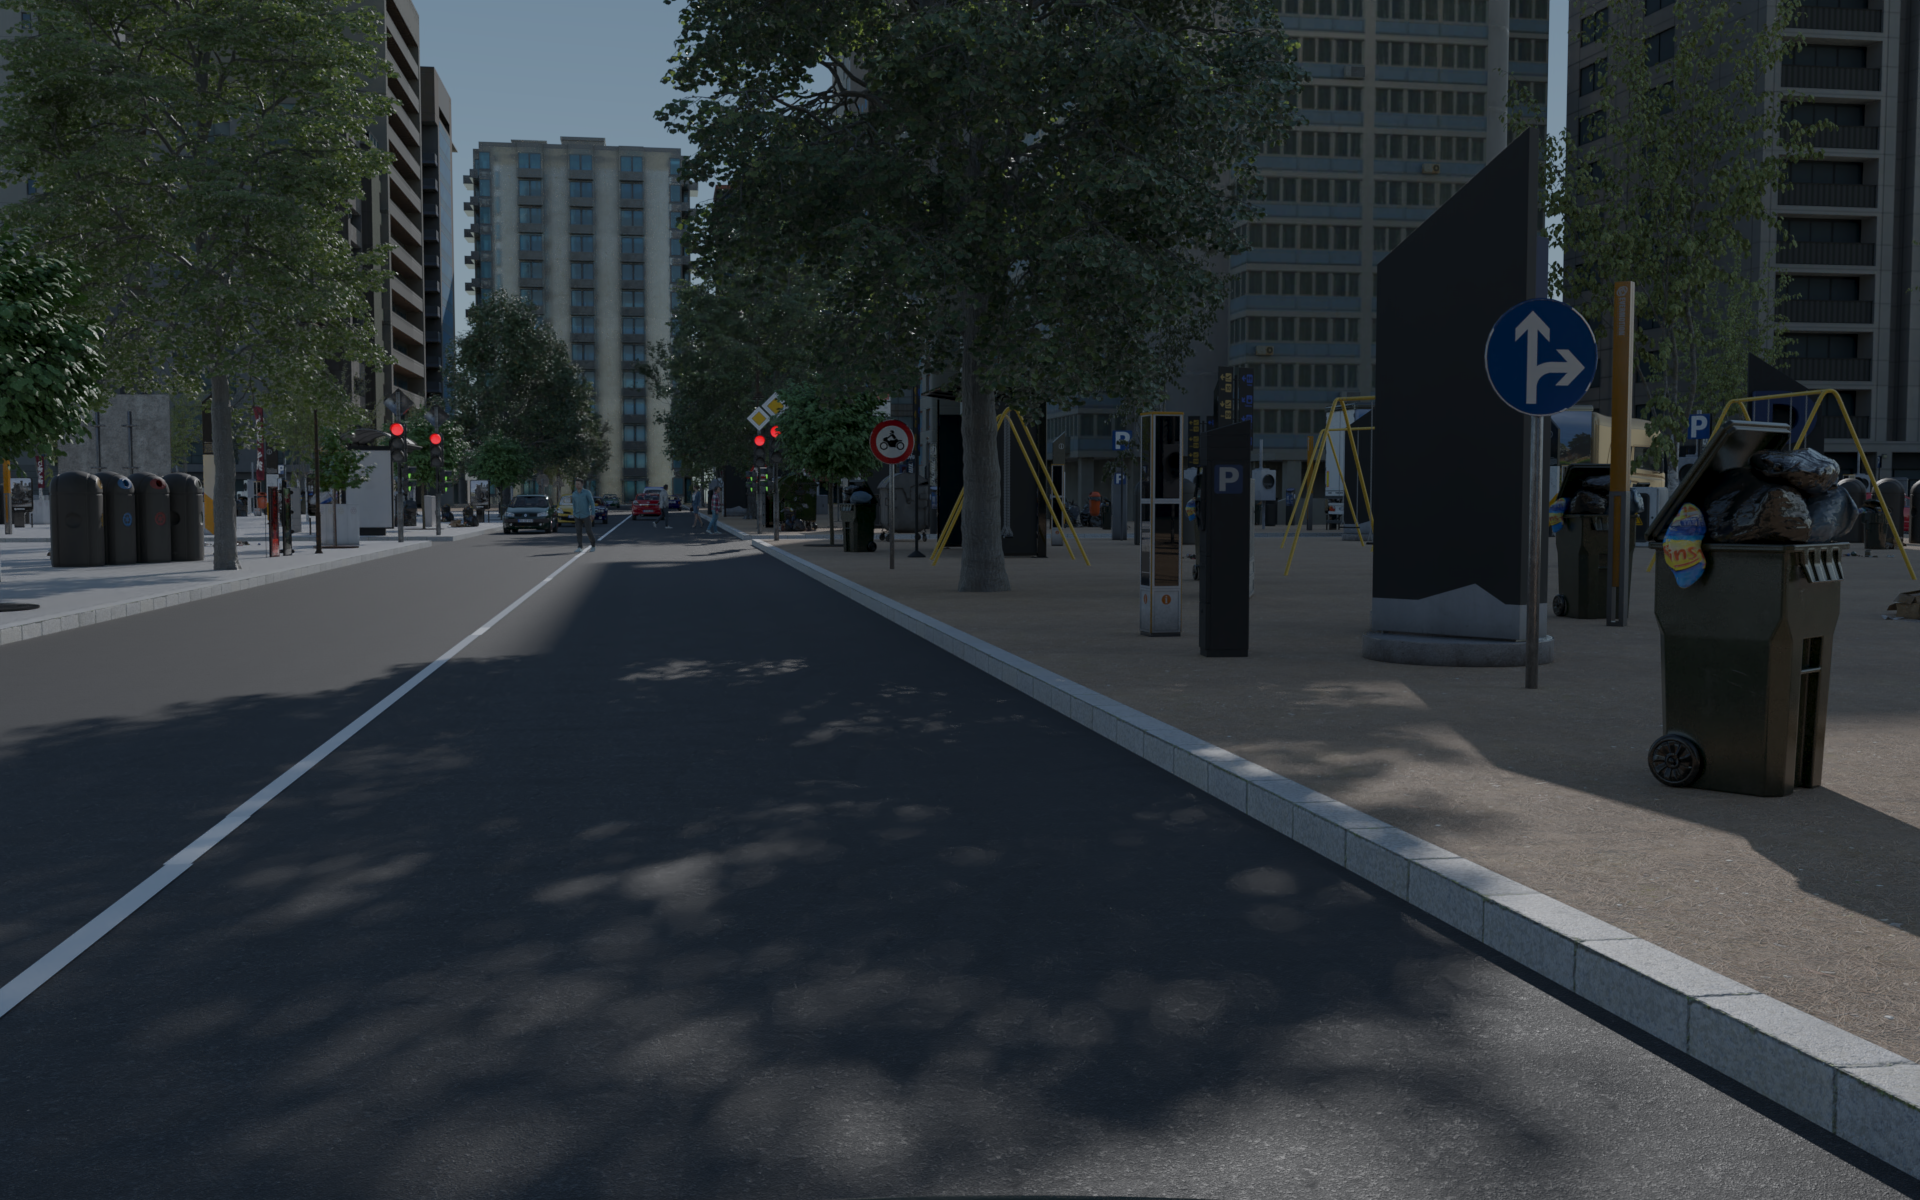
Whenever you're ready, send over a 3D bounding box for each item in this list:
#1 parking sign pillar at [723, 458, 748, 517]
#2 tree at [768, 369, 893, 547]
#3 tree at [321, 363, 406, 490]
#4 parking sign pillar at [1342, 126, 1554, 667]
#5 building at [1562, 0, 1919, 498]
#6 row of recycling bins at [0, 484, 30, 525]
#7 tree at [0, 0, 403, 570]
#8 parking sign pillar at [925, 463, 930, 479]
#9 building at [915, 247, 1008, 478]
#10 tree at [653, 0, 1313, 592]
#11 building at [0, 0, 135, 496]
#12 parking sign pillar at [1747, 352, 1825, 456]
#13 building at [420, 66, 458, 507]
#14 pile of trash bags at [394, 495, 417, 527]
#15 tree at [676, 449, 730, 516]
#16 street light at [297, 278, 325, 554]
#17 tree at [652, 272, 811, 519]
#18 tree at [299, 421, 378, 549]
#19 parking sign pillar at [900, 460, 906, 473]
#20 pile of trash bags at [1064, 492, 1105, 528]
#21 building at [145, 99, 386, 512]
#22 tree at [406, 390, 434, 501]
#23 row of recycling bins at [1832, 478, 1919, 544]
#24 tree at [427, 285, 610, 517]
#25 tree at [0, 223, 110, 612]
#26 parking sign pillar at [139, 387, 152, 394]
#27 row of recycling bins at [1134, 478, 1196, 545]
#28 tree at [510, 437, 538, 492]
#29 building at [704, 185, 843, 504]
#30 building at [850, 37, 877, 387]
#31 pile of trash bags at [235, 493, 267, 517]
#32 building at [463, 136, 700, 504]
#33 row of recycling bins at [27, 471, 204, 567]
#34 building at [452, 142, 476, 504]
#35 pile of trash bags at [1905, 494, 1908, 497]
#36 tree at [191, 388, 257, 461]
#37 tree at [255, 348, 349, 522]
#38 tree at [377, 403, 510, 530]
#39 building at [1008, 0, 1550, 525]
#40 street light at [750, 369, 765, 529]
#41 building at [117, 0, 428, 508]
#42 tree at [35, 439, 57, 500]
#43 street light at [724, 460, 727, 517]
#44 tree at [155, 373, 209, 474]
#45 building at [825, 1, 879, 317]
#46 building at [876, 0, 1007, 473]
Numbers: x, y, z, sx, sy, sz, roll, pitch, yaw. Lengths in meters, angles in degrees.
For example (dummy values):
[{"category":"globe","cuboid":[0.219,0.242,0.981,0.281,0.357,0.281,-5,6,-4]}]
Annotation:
[{"category":"parking sign pillar","cuboid":[-12.843,-6.764,99.062,1.447,3.967,1.447,1,4,10]},{"category":"tree","cuboid":[-3.116,-3.609,42.726,4.285,4.588,4.351,0,3,0]},{"category":"tree","cuboid":[-34.707,-9.050,98.335,4.360,8.622,3.978,0,3,0]},{"category":"parking sign pillar","cuboid":[3.880,-1.525,13.413,1.447,3.967,1.447,-3,5,-43]},{"category":"building","cuboid":[46.068,-39.795,88.898,20.611,71.187,20.563,-1,4,-10]},{"category":"row of recycling bins","cuboid":[-40.588,-4.021,72.854,1.069,1.692,3.534,1,4,12]},{"category":"tree","cuboid":[-12.705,-6.764,28.713,7.486,12.596,7.792,0,3,0]},{"category":"parking sign pillar","cuboid":[-1.740,-7.791,115.855,1.447,3.967,1.447,3,4,38]},{"category":"building","cuboid":[12.622,-16.854,120.598,27.650,21.520,28.899,-1,4,-10]},{"category":"tree","cuboid":[0.328,-7.081,22.435,9.857,13.997,8.962,0,3,0]},{"category":"building","cuboid":[-94.291,-38.278,167.845,28.212,58.520,21.231,-1,4,-10]},{"category":"parking sign pillar","cuboid":[15.572,-2.706,32.721,1.447,3.967,1.447,1,4,15]},{"category":"building","cuboid":[-60.029,-32.274,177.789,14.200,45.320,14.600,-1,4,-10]},{"category":"pile of trash bags","cuboid":[-22.471,-3.593,68.493,1.912,1.369,3.447,-1,4,-14]},{"category":"tree","cuboid":[-14.104,-9.335,102.995,4.737,8.622,4.395,0,3,0]},{"category":"street light","cuboid":[-13.824,-3.938,37.167,0.468,5.910,1.993,-1,4,-10]},{"category":"tree","cuboid":[-10.669,-10.431,87.551,9.611,12.733,9.660,0,3,0]},{"category":"tree","cuboid":[-14.756,-2.831,40.882,1.663,3.219,1.824,0,3,0]},{"category":"parking sign pillar","cuboid":[-3.509,-7.704,114.435,1.447,3.967,1.447,-2,4,-29]},{"category":"pile of trash bags","cuboid":[4.884,-3.490,66.816,1.912,1.369,3.447,-1,4,-9]},{"category":"building","cuboid":[-51.939,-21.971,130.928,14.160,30.474,14.107,-1,4,-10]},{"category":"tree","cuboid":[-38.557,-10.480,121.714,4.360,8.622,3.978,0,3,0]},{"category":"row of recycling bins","cuboid":[23.886,-2.346,45.476,3.534,1.692,1.069,2,4,29]},{"category":"tree","cuboid":[-24.949,-10.905,95.305,9.611,12.733,9.660,0,3,0]},{"category":"tree","cuboid":[-11.017,-2.167,19.137,4.285,4.588,4.351,0,3,0]},{"category":"parking sign pillar","cuboid":[-20.886,-3.353,43.298,1.447,3.967,1.447,3,4,36]},{"category":"row of recycling bins","cuboid":[5.990,-2.273,44.272,3.534,1.692,1.069,-2,4,-33]},{"category":"tree","cuboid":[-22.420,-6.186,84.853,4.285,4.588,4.351,0,3,0]},{"category":"building","cuboid":[-20.977,-35.716,238.585,28.867,44.769,22.147,-1,4,-10]},{"category":"building","cuboid":[-2.422,-31.184,159.971,14.600,45.320,14.200,-1,4,-10]},{"category":"pile of trash bags","cuboid":[-41.282,-5.450,98.853,3.447,1.369,1.912,-3,5,-40]},{"category":"building","cuboid":[-50.827,-37.635,234.942,30.456,49.044,23.786,-1,4,-10]},{"category":"row of recycling bins","cuboid":[-15.342,-1.517,31.916,1.069,1.692,3.534,1,4,13]},{"category":"building","cuboid":[-80.212,-39.260,231.137,27.495,52.752,28.713,-1,4,-10]},{"category":"pile of trash bags","cuboid":[36.772,-3.507,67.095,1.912,1.369,3.447,3,5,41]},{"category":"tree","cuboid":[-50.382,-10.326,119.191,4.360,8.622,3.978,0,3,0]},{"category":"tree","cuboid":[-33.833,-8.476,88.939,4.737,8.622,4.395,0,3,0]},{"category":"tree","cuboid":[-19.384,-4.834,62.748,4.285,4.588,4.351,0,3,0]},{"category":"building","cuboid":[15.725,-24.196,87.482,23.993,40.220,32.217,-1,4,-10]},{"category":"street light","cuboid":[-7.471,-5.585,64.095,0.468,5.910,1.993,-1,4,-10]},{"category":"building","cuboid":[-58.227,-32.049,147.703,21.300,48.544,21.600,-1,4,-10]},{"category":"tree","cuboid":[-47.549,-8.749,93.405,4.737,8.622,4.395,0,3,0]},{"category":"street light","cuboid":[-13.152,-7.587,96.843,0.468,5.910,1.993,-1,4,-10]},{"category":"tree","cuboid":[-46.429,-9.326,102.850,4.737,8.622,4.395,0,3,0]},{"category":"building","cuboid":[1.319,-36.225,181.512,28.713,52.752,27.495,-1,4,-10]},{"category":"building","cuboid":[-0.205,-28.261,145.660,14.154,41.232,14.086,-1,4,-10]}]
